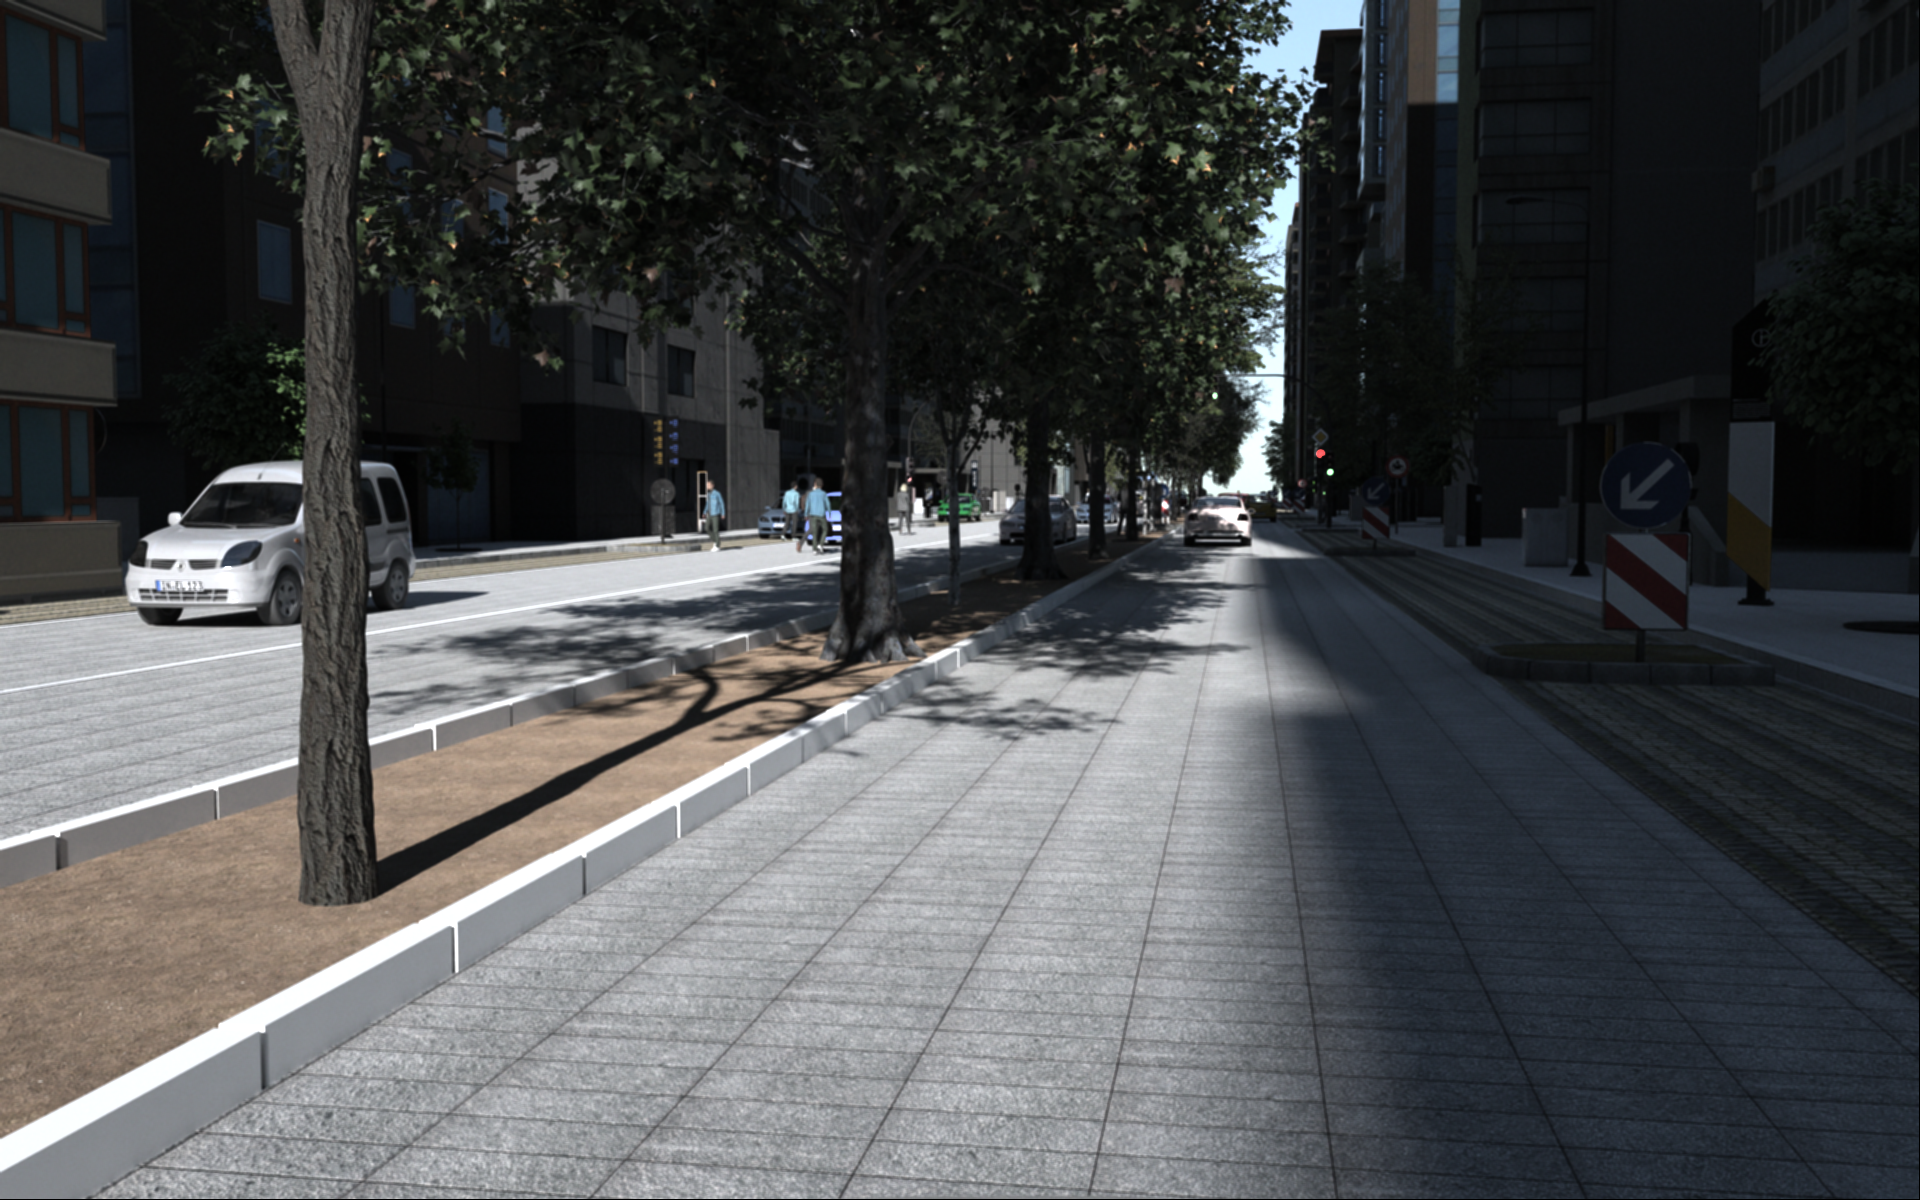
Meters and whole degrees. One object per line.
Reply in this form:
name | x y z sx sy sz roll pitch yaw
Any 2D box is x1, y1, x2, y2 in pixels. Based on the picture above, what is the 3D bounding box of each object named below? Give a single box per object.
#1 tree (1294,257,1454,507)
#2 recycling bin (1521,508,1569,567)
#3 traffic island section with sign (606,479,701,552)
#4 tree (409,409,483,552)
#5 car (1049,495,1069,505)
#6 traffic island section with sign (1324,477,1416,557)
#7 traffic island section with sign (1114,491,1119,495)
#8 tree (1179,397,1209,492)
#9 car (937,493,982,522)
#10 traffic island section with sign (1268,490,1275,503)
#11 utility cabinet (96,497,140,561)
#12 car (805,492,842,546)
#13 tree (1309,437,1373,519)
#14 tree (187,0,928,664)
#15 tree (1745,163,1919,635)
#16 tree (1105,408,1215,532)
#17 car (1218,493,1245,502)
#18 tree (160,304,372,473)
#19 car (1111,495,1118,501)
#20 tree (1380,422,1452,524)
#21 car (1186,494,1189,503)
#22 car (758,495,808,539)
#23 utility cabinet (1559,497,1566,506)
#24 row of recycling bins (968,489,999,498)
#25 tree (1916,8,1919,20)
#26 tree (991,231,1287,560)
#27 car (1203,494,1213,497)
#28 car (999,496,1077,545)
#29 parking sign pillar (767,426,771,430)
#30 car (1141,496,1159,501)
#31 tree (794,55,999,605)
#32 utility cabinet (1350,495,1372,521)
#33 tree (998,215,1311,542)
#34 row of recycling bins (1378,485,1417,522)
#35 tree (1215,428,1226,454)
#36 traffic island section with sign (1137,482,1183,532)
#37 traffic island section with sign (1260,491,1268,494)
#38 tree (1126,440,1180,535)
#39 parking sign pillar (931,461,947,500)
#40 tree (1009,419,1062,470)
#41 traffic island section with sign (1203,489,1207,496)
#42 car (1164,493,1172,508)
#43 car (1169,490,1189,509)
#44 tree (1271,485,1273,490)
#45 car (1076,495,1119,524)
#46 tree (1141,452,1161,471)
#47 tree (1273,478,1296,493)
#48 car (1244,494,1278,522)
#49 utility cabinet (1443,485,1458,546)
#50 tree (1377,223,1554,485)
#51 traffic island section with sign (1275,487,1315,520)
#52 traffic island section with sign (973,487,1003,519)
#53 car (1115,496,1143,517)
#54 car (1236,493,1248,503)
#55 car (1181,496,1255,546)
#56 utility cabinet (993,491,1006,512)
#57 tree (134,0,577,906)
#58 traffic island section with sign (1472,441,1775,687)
tree | 20.524 -10.097 83.219 7.486 12.596 7.792 0 3 0
recycling bin | 10.421 -1.119 30.857 0.722 1.027 0.722 1 4 12
traffic island section with sign | -7.601 -2.131 43.467 1.989 1.847 2.006 1 4 9
tree | -11.273 -2.721 39.088 1.663 3.219 1.824 0 3 0
car | 5.386 -5.504 102.347 2.083 1.381 4.827 1 4 10
traffic island section with sign | 9.550 -1.949 40.495 1.989 1.847 2.006 1 4 9
traffic island section with sign | 18.266 -11.805 201.640 1.989 1.847 2.006 1 4 9
tree | 6.443 -6.557 60.031 4.360 8.622 3.978 0 3 0
car | -0.008 -4.904 88.984 1.959 1.807 4.718 1 4 9
traffic island section with sign | 23.002 -6.976 122.681 1.989 1.847 2.006 1 4 9
utility cabinet | -16.166 -1.335 32.986 0.306 1.237 1.020 2 4 28
car | -3.240 -2.424 49.230 1.945 1.707 3.694 1 4 9
tree | 21.002 -6.559 90.959 4.285 4.588 4.351 0 3 0
tree | -0.820 -5.819 14.600 9.611 12.733 9.660 0 3 0
tree | 9.133 -1.984 16.156 4.285 4.588 4.351 0 3 0
tree | 7.230 -6.880 65.307 4.737 8.622 4.395 0 3 0
car | 16.658 -6.020 107.460 2.155 1.783 4.494 0 4 8
tree | -11.952 -2.832 30.022 4.285 4.588 4.351 0 3 0
car | 17.313 -11.095 193.982 1.945 1.354 3.894 1 4 9
tree | 20.738 -5.536 74.219 4.285 4.588 4.351 0 3 0
car | 24.267 -11.052 189.499 1.959 1.807 4.718 1 4 9
car | -5.255 -2.720 56.472 2.014 1.417 4.499 1 4 9
utility cabinet | 15.296 -1.937 42.824 1.020 1.237 0.306 -2 4 -25
row of recycling bins | 1.623 -7.909 136.424 3.534 1.692 1.069 -3 4 -36
tree | 6.652 -3.520 7.908 4.360 8.622 3.978 0 3 0
tree | 3.045 -7.123 37.053 7.486 12.596 7.792 0 3 0
car | 43.470 -17.890 302.286 2.009 1.686 4.222 1 4 10
car | 2.303 -2.315 50.207 2.083 1.381 4.827 1 4 10
parking sign pillar | -7.841 -4.892 68.451 1.447 3.967 1.447 1 4 12
car | 14.411 -7.378 130.423 2.009 1.686 4.222 1 4 11
tree | -0.095 -4.217 21.772 4.360 8.622 3.978 0 3 0
utility cabinet | 19.214 -4.391 82.948 1.020 1.237 0.306 0 4 2
tree | 5.160 -8.495 51.713 12.009 13.543 11.850 0 3 0
row of recycling bins | 20.260 -4.479 80.351 1.069 1.692 3.534 2 4 34
tree | 16.023 -10.057 117.255 4.737 8.622 4.395 0 3 0
traffic island section with sign | 7.450 -3.591 66.851 2.006 1.907 1.989 1 4 9
traffic island section with sign | 31.109 -10.006 172.225 1.989 1.847 2.006 1 4 9
tree | 3.307 -5.529 43.221 4.360 8.622 3.978 0 3 0
parking sign pillar | -1.479 -9.487 143.583 1.447 3.967 1.447 2 4 31
tree | 6.807 -11.920 145.250 4.737 8.622 4.395 0 3 0
traffic island section with sign | 20.777 -8.574 148.317 2.006 1.907 1.989 1 4 9
car | 18.041 -8.742 152.524 1.945 1.707 3.694 1 4 9
car | 20.489 -9.467 163.452 2.281 1.827 5.304 1 4 9
tree | 53.397 -18.316 294.064 1.663 3.219 1.824 0 3 0
car | 6.723 -4.430 84.436 2.014 1.417 4.499 1 4 10
tree | 32.978 -23.363 307.734 9.928 11.665 9.643 0 3 0
tree | 41.067 -13.716 218.853 1.663 3.219 1.824 0 3 0
car | 15.424 -4.843 89.411 2.015 1.641 3.980 0 4 8
utility cabinet | 12.039 -2.073 42.567 0.318 1.500 1.173 1 4 14
tree | 13.767 -5.909 46.970 4.737 8.622 4.395 0 3 0
traffic island section with sign | 18.540 -5.309 95.428 1.989 1.847 2.006 1 4 9
traffic island section with sign | 1.425 -5.508 98.686 1.989 1.847 2.006 1 4 9
car | 10.594 -5.947 109.594 2.083 1.381 4.827 1 4 11
car | 19.389 -6.802 120.252 2.155 1.783 4.494 1 4 9
car | 7.292 -2.238 48.958 2.083 1.381 4.827 1 4 9
utility cabinet | 2.793 -6.971 122.657 0.318 1.500 1.173 3 4 37
tree | -2.272 -4.195 5.456 8.767 10.594 7.601 1 4 9
traffic island section with sign | 5.204 -0.322 13.891 1.989 1.847 2.006 1 4 9
